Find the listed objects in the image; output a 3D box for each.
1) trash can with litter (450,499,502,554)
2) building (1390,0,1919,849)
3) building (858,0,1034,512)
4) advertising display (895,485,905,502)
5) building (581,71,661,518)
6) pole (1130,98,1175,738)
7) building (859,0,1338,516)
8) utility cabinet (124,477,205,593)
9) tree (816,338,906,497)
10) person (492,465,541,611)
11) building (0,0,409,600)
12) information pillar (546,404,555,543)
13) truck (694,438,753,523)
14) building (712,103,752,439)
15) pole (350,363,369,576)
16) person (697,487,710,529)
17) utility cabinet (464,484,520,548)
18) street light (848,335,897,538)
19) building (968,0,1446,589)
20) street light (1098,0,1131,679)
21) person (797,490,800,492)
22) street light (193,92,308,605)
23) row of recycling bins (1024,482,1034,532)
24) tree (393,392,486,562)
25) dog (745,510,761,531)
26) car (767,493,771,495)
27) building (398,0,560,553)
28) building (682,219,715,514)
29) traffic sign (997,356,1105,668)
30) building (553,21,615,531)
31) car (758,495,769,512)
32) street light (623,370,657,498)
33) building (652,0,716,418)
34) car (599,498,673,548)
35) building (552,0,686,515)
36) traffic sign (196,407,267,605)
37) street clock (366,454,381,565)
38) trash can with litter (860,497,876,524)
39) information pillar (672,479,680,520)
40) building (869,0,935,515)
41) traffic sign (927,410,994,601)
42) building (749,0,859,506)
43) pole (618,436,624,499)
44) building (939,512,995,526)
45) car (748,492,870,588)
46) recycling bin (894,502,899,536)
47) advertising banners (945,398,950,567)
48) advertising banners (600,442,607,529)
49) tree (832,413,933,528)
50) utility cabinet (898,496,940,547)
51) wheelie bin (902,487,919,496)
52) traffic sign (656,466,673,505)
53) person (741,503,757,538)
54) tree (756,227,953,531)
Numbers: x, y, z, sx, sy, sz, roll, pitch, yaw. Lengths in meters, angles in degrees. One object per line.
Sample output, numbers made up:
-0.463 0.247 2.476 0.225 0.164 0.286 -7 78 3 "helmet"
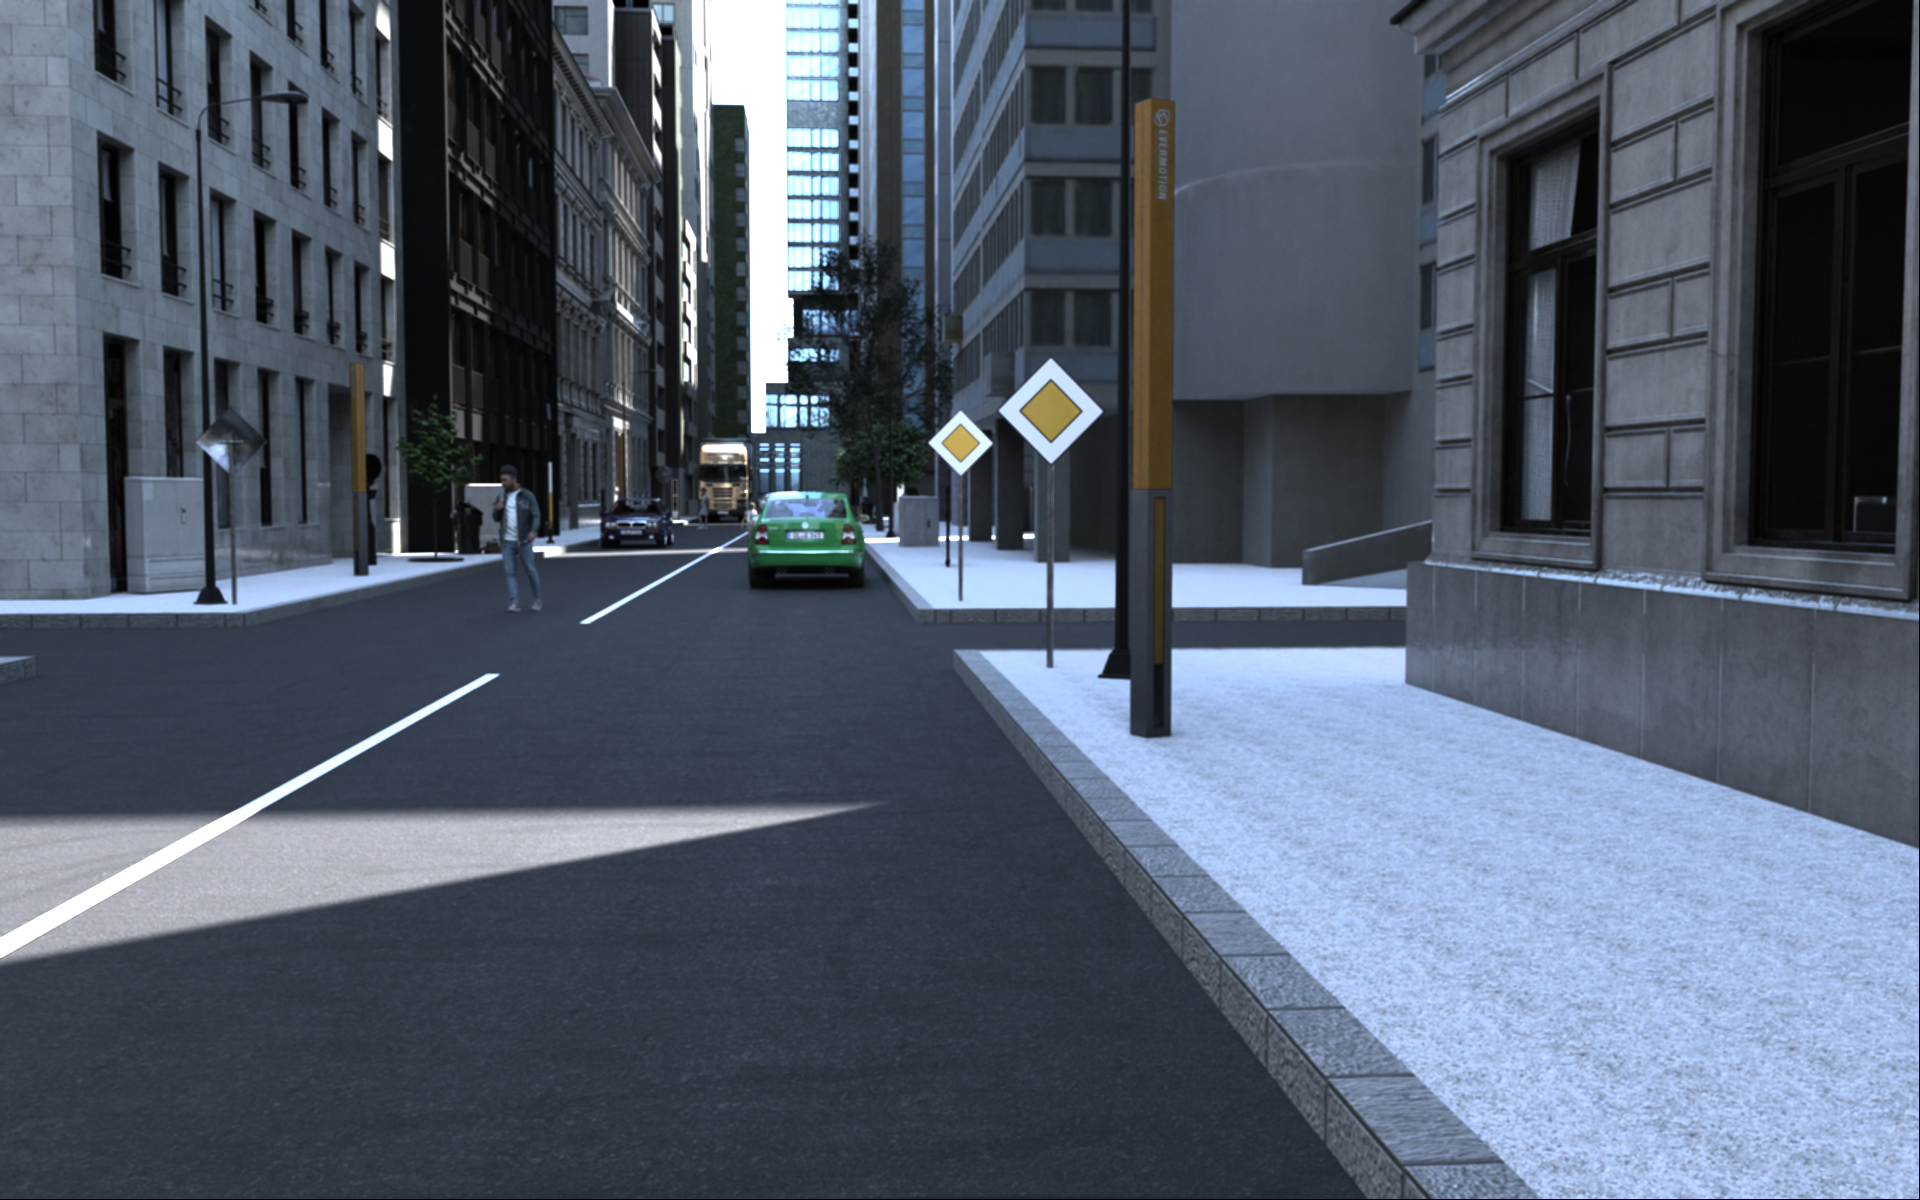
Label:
-10.332 -1.574 37.128 1.055 1.170 0.624 -3 5 -40 "trash can with litter"
8.452 -8.433 2.512 10.561 19.102 19.286 0 4 -5 "building"
1.322 -37.569 156.256 21.231 58.520 28.212 0 4 -5 "building"
-3.247 -5.399 93.491 0.123 1.923 0.974 2 4 24 "advertising display"
-20.897 -15.044 82.132 11.583 22.565 21.152 0 4 -5 "building"
1.012 -0.933 9.105 0.158 3.312 0.155 0 3 0 "pole"
8.672 -26.794 129.967 32.217 40.220 23.993 0 4 -5 "building"
-10.334 -0.854 22.649 0.318 1.500 1.173 1 4 18 "utility cabinet"
-4.490 -7.928 79.987 4.360 8.622 3.978 0 3 0 "tree"
-5.435 -0.757 21.224 0.623 1.781 0.721 0 4 -3 "person"
-16.499 -10.618 28.356 10.420 20.320 16.860 0 4 -5 "building"
-10.670 -3.284 45.040 0.183 3.616 0.504 -1 4 -17 "information pillar"
-11.984 -6.122 89.011 2.839 4.237 11.283 0 4 -6 "truck"
-29.373 -30.639 184.548 14.086 41.232 14.154 0 4 -5 "building"
-9.425 -2.038 27.164 0.158 3.312 0.155 0 3 0 "pole"
-10.503 -3.763 71.033 0.522 1.701 0.512 0 4 4 "person"
-10.343 -1.814 38.331 1.173 1.500 0.318 0 4 7 "utility cabinet"
-2.572 -4.784 50.765 1.470 5.913 1.316 0 4 -5 "street light"
12.142 -21.159 37.836 23.993 40.220 32.217 0 4 -5 "building"
0.602 -2.409 11.935 1.470 5.913 1.316 0 4 -5 "street light"
-10.754 -6.527 116.016 0.445 1.727 0.742 3 5 41 "person"
-8.224 -2.910 20.116 1.470 5.913 1.316 0 4 -5 "street light"
2.828 -3.195 59.350 1.069 1.692 3.534 3 4 38 "row of recycling bins"
-9.899 -2.354 33.084 1.663 3.219 1.824 0 3 0 "tree"
-8.160 -3.088 67.320 0.800 0.831 0.513 1 4 9 "dog"
-15.846 -8.427 147.374 1.945 1.707 3.694 0 4 -4 "car"
-17.867 -13.140 44.522 12.332 23.373 15.834 0 4 -5 "building"
-32.126 -16.951 122.190 27.650 21.520 28.899 0 4 -5 "building"
0.662 -0.556 12.738 0.795 2.450 0.064 0 4 -5 "traffic sign"
-18.764 -12.082 62.165 10.561 19.102 19.286 0 4 -5 "building"
-15.280 -7.813 140.109 2.083 1.381 4.827 0 4 -5 "car"
-12.024 -5.648 64.878 1.470 5.913 1.316 0 4 -5 "street light"
-35.588 -34.487 153.098 27.495 52.752 28.713 0 4 -5 "building"
-8.832 -2.134 47.467 1.945 1.354 3.894 0 4 -5 "car"
-23.770 -20.145 101.068 14.160 30.474 14.107 0 4 -5 "building"
-8.412 -1.002 20.025 0.795 2.450 0.064 0 4 -5 "traffic sign"
-10.671 -1.629 31.210 0.358 2.002 0.471 2 4 30 "street clock"
-3.813 -3.834 74.073 0.624 1.170 1.055 -3 5 -39 "trash can with litter"
-13.857 -4.890 84.447 0.304 2.012 0.304 0 4 5 "information pillar"
1.365 -28.133 110.086 14.600 45.320 14.200 0 4 -5 "building"
0.006 -1.043 20.696 0.795 2.450 0.064 0 4 -5 "traffic sign"
-7.301 -53.647 189.800 31.000 86.520 22.319 0 4 -5 "building"
-11.868 -4.086 60.653 0.158 3.312 0.155 0 3 0 "pole"
9.273 -33.011 81.735 21.231 58.520 28.212 0 4 -5 "building"
-2.429 -1.172 27.956 1.959 1.807 4.718 0 4 -3 "car"
-1.627 -2.467 52.887 0.722 1.027 0.722 0 4 6 "recycling bin"
-0.212 -2.144 31.240 0.090 3.025 2.074 0 4 0 "advertising banners"
-12.264 -3.877 59.575 0.090 3.025 2.074 -1 4 -16 "advertising banners"
-2.558 -5.081 66.782 4.285 4.588 4.351 0 3 0 "tree"
-0.997 -1.911 42.404 1.020 1.237 0.306 -2 4 -35 "utility cabinet"
-2.376 -4.581 82.807 0.980 1.594 0.693 -3 5 -39 "wheelie bin"
-13.266 -4.747 77.715 0.768 2.556 0.104 0 4 -1 "traffic sign"
-5.429 -1.905 44.654 0.505 1.210 0.382 1 4 17 "person"
-2.783 -7.683 60.034 8.767 10.594 7.601 0 4 -7 "tree"
